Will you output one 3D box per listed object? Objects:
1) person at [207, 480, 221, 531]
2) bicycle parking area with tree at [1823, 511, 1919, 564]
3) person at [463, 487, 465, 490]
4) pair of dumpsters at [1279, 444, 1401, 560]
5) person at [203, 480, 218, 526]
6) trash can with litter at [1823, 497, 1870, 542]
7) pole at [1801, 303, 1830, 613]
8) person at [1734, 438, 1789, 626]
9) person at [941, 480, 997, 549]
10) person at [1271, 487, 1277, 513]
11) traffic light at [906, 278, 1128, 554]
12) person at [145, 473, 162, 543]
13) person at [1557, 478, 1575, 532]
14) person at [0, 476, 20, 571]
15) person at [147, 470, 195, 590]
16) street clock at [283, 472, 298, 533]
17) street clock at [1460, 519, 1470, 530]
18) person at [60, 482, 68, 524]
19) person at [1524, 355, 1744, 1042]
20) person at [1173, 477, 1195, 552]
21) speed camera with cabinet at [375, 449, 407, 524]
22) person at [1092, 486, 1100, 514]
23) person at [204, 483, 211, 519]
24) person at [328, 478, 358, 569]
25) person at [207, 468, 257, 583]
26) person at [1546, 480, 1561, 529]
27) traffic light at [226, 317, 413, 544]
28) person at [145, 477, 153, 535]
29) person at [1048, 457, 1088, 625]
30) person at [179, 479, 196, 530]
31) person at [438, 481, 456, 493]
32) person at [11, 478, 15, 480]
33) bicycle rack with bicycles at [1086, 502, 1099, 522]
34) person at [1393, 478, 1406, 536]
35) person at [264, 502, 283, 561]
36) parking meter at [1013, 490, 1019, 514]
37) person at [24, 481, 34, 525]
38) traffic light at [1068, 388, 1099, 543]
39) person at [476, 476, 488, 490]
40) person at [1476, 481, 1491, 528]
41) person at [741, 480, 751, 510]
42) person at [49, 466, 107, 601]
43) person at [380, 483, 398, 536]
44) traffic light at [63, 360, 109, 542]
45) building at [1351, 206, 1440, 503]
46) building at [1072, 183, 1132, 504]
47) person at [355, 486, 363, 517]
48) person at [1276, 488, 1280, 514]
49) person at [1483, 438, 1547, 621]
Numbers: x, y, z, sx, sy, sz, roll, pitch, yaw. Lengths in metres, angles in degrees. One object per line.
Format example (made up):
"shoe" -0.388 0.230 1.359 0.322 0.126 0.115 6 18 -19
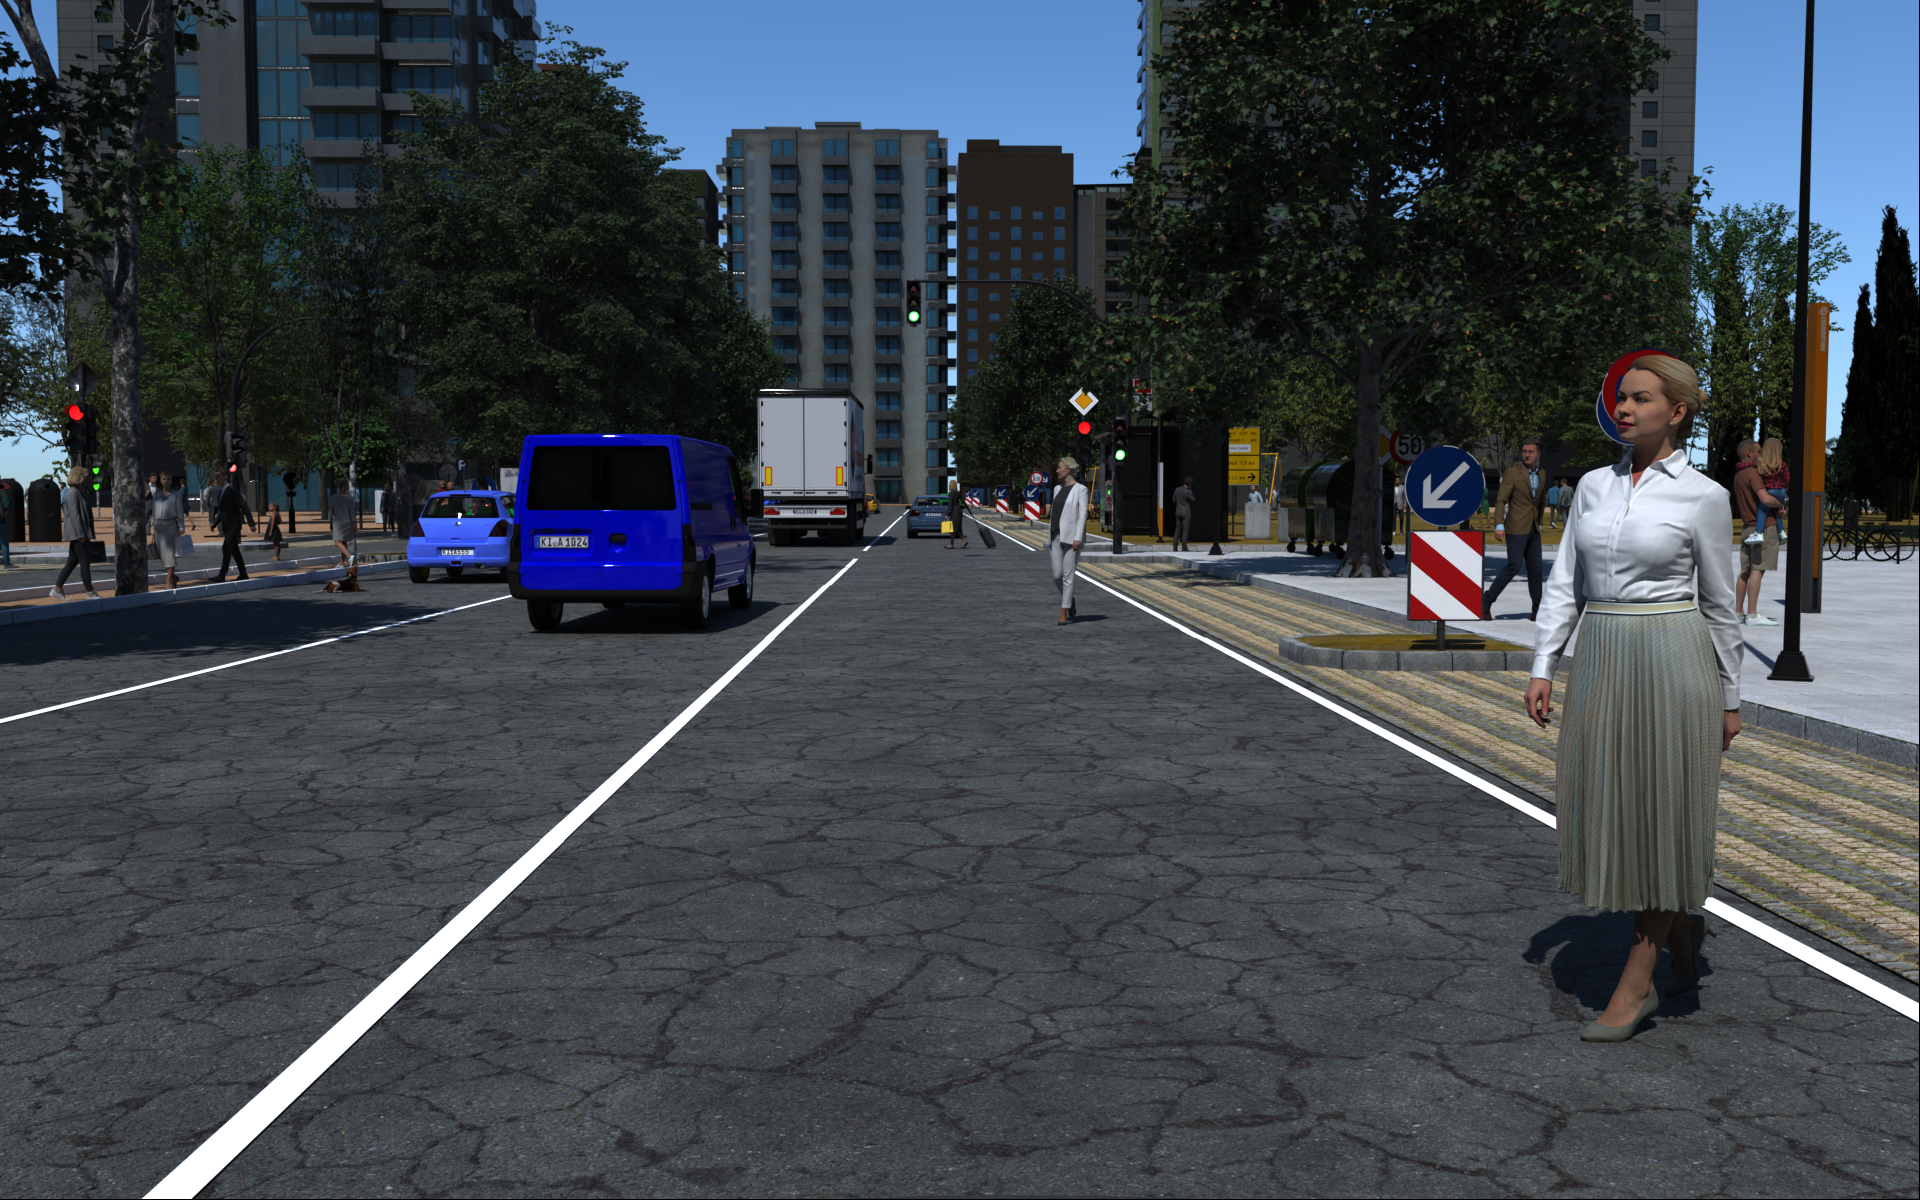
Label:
"person" -25.698 -3.284 59.907 0.661 1.801 0.590 -1 4 -22
"bicycle parking area with tree" 19.923 -2.612 29.703 9.016 4.147 8.231 1 4 18
"person" -34.146 -6.913 119.413 0.721 1.781 0.623 3 5 41
"pair of dumpsters" 7.800 -2.033 35.730 1.574 2.255 4.437 0 4 -1
"person" -29.786 -3.853 68.882 0.795 1.843 0.661 2 4 31
"trash can with litter" 23.752 -2.190 46.858 2.233 1.210 1.678 -2 4 -26
"pole" 9.169 -1.513 18.588 0.158 3.312 0.155 0 3 0
"person" 7.829 -0.670 16.965 0.573 1.828 0.580 -3 5 -45
"person" 0.223 -2.242 45.377 1.509 1.804 0.699 -1 4 -16
"person" 21.725 -6.955 119.981 0.641 1.798 0.478 1 4 14
"traffic light" 1.246 -3.794 36.703 4.771 5.953 1.251 0 4 -1
"person" -21.140 -2.402 45.284 0.822 1.834 0.622 3 4 39
"person" 20.535 -3.217 58.743 0.635 1.810 0.391 -3 4 -36
"person" -17.732 -1.424 31.774 0.794 1.824 0.713 2 4 24
"person" -11.737 -1.034 25.766 0.694 1.780 0.624 1 4 17
"street clock" -21.783 -3.173 56.441 0.471 2.002 0.358 -2 4 -30
"street clock" 10.852 -1.997 37.216 0.471 2.002 0.358 2 4 29
"person" -37.834 -4.096 73.276 0.793 1.790 0.793 1 4 12
"person" 1.872 0.247 4.690 0.641 1.798 0.478 -2 4 -32
"person" 5.477 -2.078 42.281 0.447 1.846 0.655 -3 5 -39
"speed camera with cabinet" -24.580 -4.946 75.207 0.660 3.252 2.038 1 4 16
"person" 8.978 -6.581 113.664 0.581 1.822 0.654 1 4 9
"person" -38.395 -5.053 88.756 0.679 1.850 0.850 -1 4 -12
"person" -11.547 -1.423 32.510 0.760 1.731 0.466 3 4 36
"person" -11.827 -1.201 27.918 0.659 1.850 0.755 3 5 42
"person" 21.936 -3.519 63.920 0.444 1.785 0.601 -3 4 -39
"traffic light" -16.489 -4.271 44.502 4.771 5.953 1.251 0 4 -1
"person" -25.193 -2.908 53.763 0.466 1.800 0.511 1 4 13
"person" 1.213 -0.662 19.208 0.514 1.842 0.818 2 4 24
"person" -27.231 -3.352 60.864 0.654 1.822 0.581 1 4 13
"person" -15.000 -2.579 50.646 0.580 1.828 0.573 -1 4 -19
"person" -33.161 -3.337 60.470 0.748 1.841 0.638 0 4 -4
"bicycle rack with bicycles" 6.056 -4.029 79.257 2.852 0.926 2.925 -1 4 -21
"person" 13.563 -2.928 53.763 0.661 1.843 0.795 1 4 17
"person" -14.764 -1.472 37.230 0.373 1.253 0.362 0 4 -7
"parking meter" 3.659 -6.427 113.489 0.372 1.533 0.369 0 3 0
"person" -38.385 -4.007 71.663 0.635 1.810 0.391 -2 4 -32
"traffic light" 3.178 -3.422 44.869 0.839 4.253 0.868 0 4 -1
"person" -10.245 -1.741 36.973 0.388 1.821 0.555 -2 4 -31
"person" 19.772 -3.613 65.363 0.529 1.795 0.600 2 4 23
"person" -6.520 -2.719 52.768 0.447 1.846 0.655 0 4 -2
"person" -11.750 -0.881 23.080 0.728 1.800 0.709 -1 4 -15
"person" -19.205 -3.043 58.435 0.709 1.800 0.728 0 4 2
"traffic light" -18.421 -2.907 36.443 0.839 4.253 0.868 0 4 -1
"building" 54.148 -32.996 231.359 23.993 40.220 32.217 0 4 -1
"building" 20.945 -32.906 221.609 14.086 41.232 14.154 0 4 -1
"person" -34.261 -5.652 98.478 0.660 1.820 0.620 2 4 27
"person" 20.630 -6.445 111.681 0.793 1.790 0.793 2 4 28
"person" 5.616 -0.700 17.403 0.836 1.842 0.656 2 4 31
